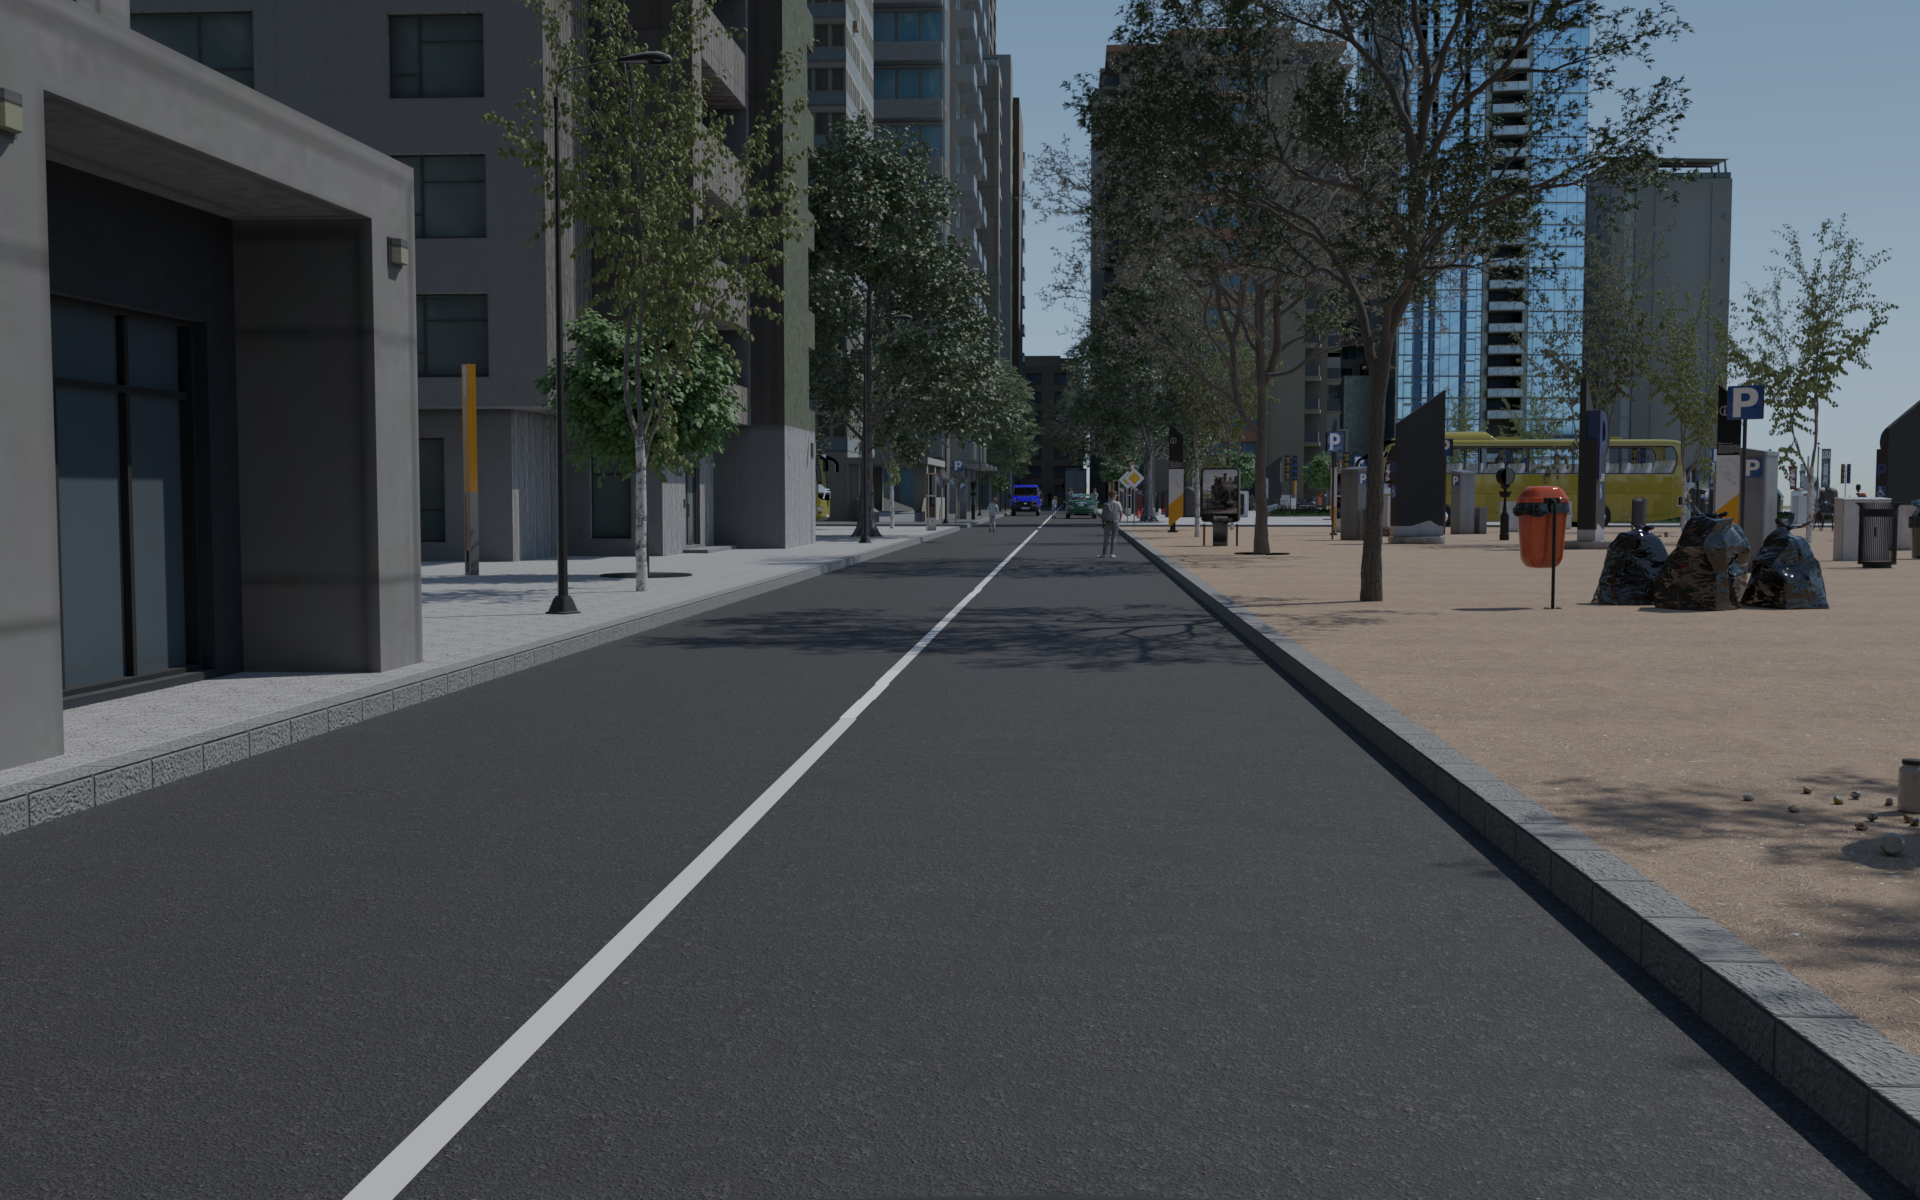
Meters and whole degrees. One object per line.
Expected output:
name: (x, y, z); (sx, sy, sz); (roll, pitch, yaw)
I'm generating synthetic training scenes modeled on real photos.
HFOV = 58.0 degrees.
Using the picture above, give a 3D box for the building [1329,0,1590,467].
building: (61.985, -54.864, 209.701); (31.000, 86.520, 22.319); (0, 4, 4)

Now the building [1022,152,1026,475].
building: (-7.276, -36.325, 213.526); (30.456, 49.044, 23.786); (0, 4, 4)

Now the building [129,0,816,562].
building: (-11.230, -16.288, 38.008); (14.160, 30.474, 14.107); (0, 4, 4)

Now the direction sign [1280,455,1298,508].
direction sign: (19.323, -6.677, 101.167); (0.876, 3.537, 0.379); (-2, 4, -23)

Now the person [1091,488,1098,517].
person: (8.284, -6.031, 107.283); (0.511, 1.800, 0.466); (2, 4, 27)

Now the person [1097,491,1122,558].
person: (3.372, -1.705, 38.980); (0.503, 1.515, 0.523); (-2, 4, -24)

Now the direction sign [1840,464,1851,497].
direction sign: (66.333, -8.426, 129.765); (0.379, 3.537, 0.876); (-1, 4, -21)

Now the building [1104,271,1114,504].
building: (22.875, -25.600, 190.265); (14.160, 30.474, 14.107); (0, 4, 4)

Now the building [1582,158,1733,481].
building: (84.816, -32.370, 212.851); (14.086, 41.232, 14.154); (0, 4, 4)

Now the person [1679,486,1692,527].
person: (29.445, -3.742, 70.228); (0.362, 1.759, 0.519); (-2, 4, -28)

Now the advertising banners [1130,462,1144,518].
advertising banners: (9.526, -5.851, 91.844); (0.090, 3.025, 2.074); (3, 4, 36)

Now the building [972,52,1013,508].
building: (-2.508, -28.947, 156.876); (14.154, 41.232, 14.086); (0, 4, 4)

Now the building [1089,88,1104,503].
building: (32.422, -42.817, 242.060); (28.212, 58.520, 21.231); (0, 4, 4)

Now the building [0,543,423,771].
building: (-14.577, -34.798, 7.207); (20.563, 71.187, 20.611); (0, 4, 4)

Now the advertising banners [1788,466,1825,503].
advertising banners: (51.932, -6.737, 106.341); (2.074, 3.025, 0.090); (2, 4, 34)

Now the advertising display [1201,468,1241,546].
advertising display: (6.439, -2.298, 42.792); (0.974, 1.923, 0.123); (2, 4, 27)

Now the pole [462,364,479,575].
pole: (-7.719, -2.046, 27.297); (0.158, 3.312, 0.155); (0, 3, 0)

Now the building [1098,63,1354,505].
building: (31.060, -37.958, 209.858); (28.713, 52.752, 27.495); (0, 4, 4)

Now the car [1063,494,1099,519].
car: (7.143, -5.516, 101.982); (2.131, 1.459, 4.920); (0, 4, 4)

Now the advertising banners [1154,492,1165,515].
advertising banners: (12.559, -6.769, 106.868); (0.090, 3.025, 2.074); (-2, 4, -30)

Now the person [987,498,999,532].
person: (1.214, -3.186, 64.865); (0.425, 1.301, 0.394); (-1, 4, -15)

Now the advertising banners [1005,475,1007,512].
advertising banners: (3.330, -7.965, 126.409); (0.090, 3.025, 2.074); (0, 3, 0)

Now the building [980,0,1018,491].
building: (-4.579, -44.966, 173.449); (20.563, 71.187, 20.611); (0, 4, 4)

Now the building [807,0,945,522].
building: (-17.215, -24.136, 86.501); (32.217, 40.220, 23.993); (0, 4, 4)

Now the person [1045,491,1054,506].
person: (11.083, -12.570, 214.152); (1.348, 1.807, 0.705); (-1, 4, -9)

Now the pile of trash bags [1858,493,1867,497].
pile of trash bags: (47.503, -5.036, 92.088); (3.447, 1.369, 1.912); (1, 4, 12)

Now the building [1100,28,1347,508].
building: (24.832, -31.400, 168.008); (22.147, 44.769, 28.867); (0, 4, 4)

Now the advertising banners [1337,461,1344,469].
advertising banners: (20.377, -5.713, 89.588); (2.074, 3.025, 0.090); (1, 4, 8)

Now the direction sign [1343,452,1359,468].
direction sign: (20.967, -6.180, 93.034); (0.876, 3.537, 0.379); (-1, 4, -10)

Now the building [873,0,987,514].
building: (-9.642, -30.664, 120.971); (23.786, 49.044, 30.456); (0, 4, 4)

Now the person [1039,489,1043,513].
person: (6.069, -7.523, 131.597); (0.616, 1.811, 0.778); (-1, 4, -15)

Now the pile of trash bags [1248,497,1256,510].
pile of trash bags: (22.844, -7.878, 138.563); (1.912, 1.369, 3.447); (1, 4, 10)

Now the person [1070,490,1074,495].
person: (9.455, -8.384, 145.823); (0.600, 1.795, 0.529); (-1, 4, -10)

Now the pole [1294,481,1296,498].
pole: (25.729, -8.511, 132.994); (0.158, 3.312, 0.155); (0, 3, 0)

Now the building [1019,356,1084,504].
building: (3.138, -24.621, 247.590); (28.899, 21.520, 27.650); (0, 4, 4)

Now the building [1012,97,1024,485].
building: (-0.128, -33.174, 192.499); (14.600, 45.320, 14.200); (0, 4, 4)

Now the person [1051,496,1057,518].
person: (5.502, -5.449, 101.869); (0.394, 1.301, 0.425); (2, 4, 28)

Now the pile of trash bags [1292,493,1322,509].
pile of trash bags: (27.643, -7.808, 137.406); (1.912, 1.369, 3.447); (-2, 4, -33)

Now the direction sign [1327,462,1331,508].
direction sign: (26.256, -8.026, 123.214); (0.379, 3.537, 0.876); (2, 4, 28)

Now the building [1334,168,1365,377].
building: (58.329, -37.694, 240.003); (21.600, 48.544, 21.300); (0, 4, 4)

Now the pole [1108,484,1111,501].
pole: (12.484, -9.226, 144.695); (0.158, 3.312, 0.155); (0, 3, 0)

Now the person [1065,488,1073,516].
person: (7.184, -6.435, 113.895); (0.473, 1.802, 0.592); (-1, 4, -11)

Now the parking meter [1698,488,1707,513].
parking meter: (33.578, -4.276, 78.331); (0.372, 1.533, 0.369); (0, 3, 0)

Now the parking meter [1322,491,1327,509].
parking meter: (27.680, -7.537, 131.641); (0.372, 1.533, 0.369); (0, 3, 0)

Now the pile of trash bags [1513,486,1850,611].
pile of trash bags: (7.950, -0.613, 19.783); (3.447, 1.369, 1.912); (-1, 4, -11)
